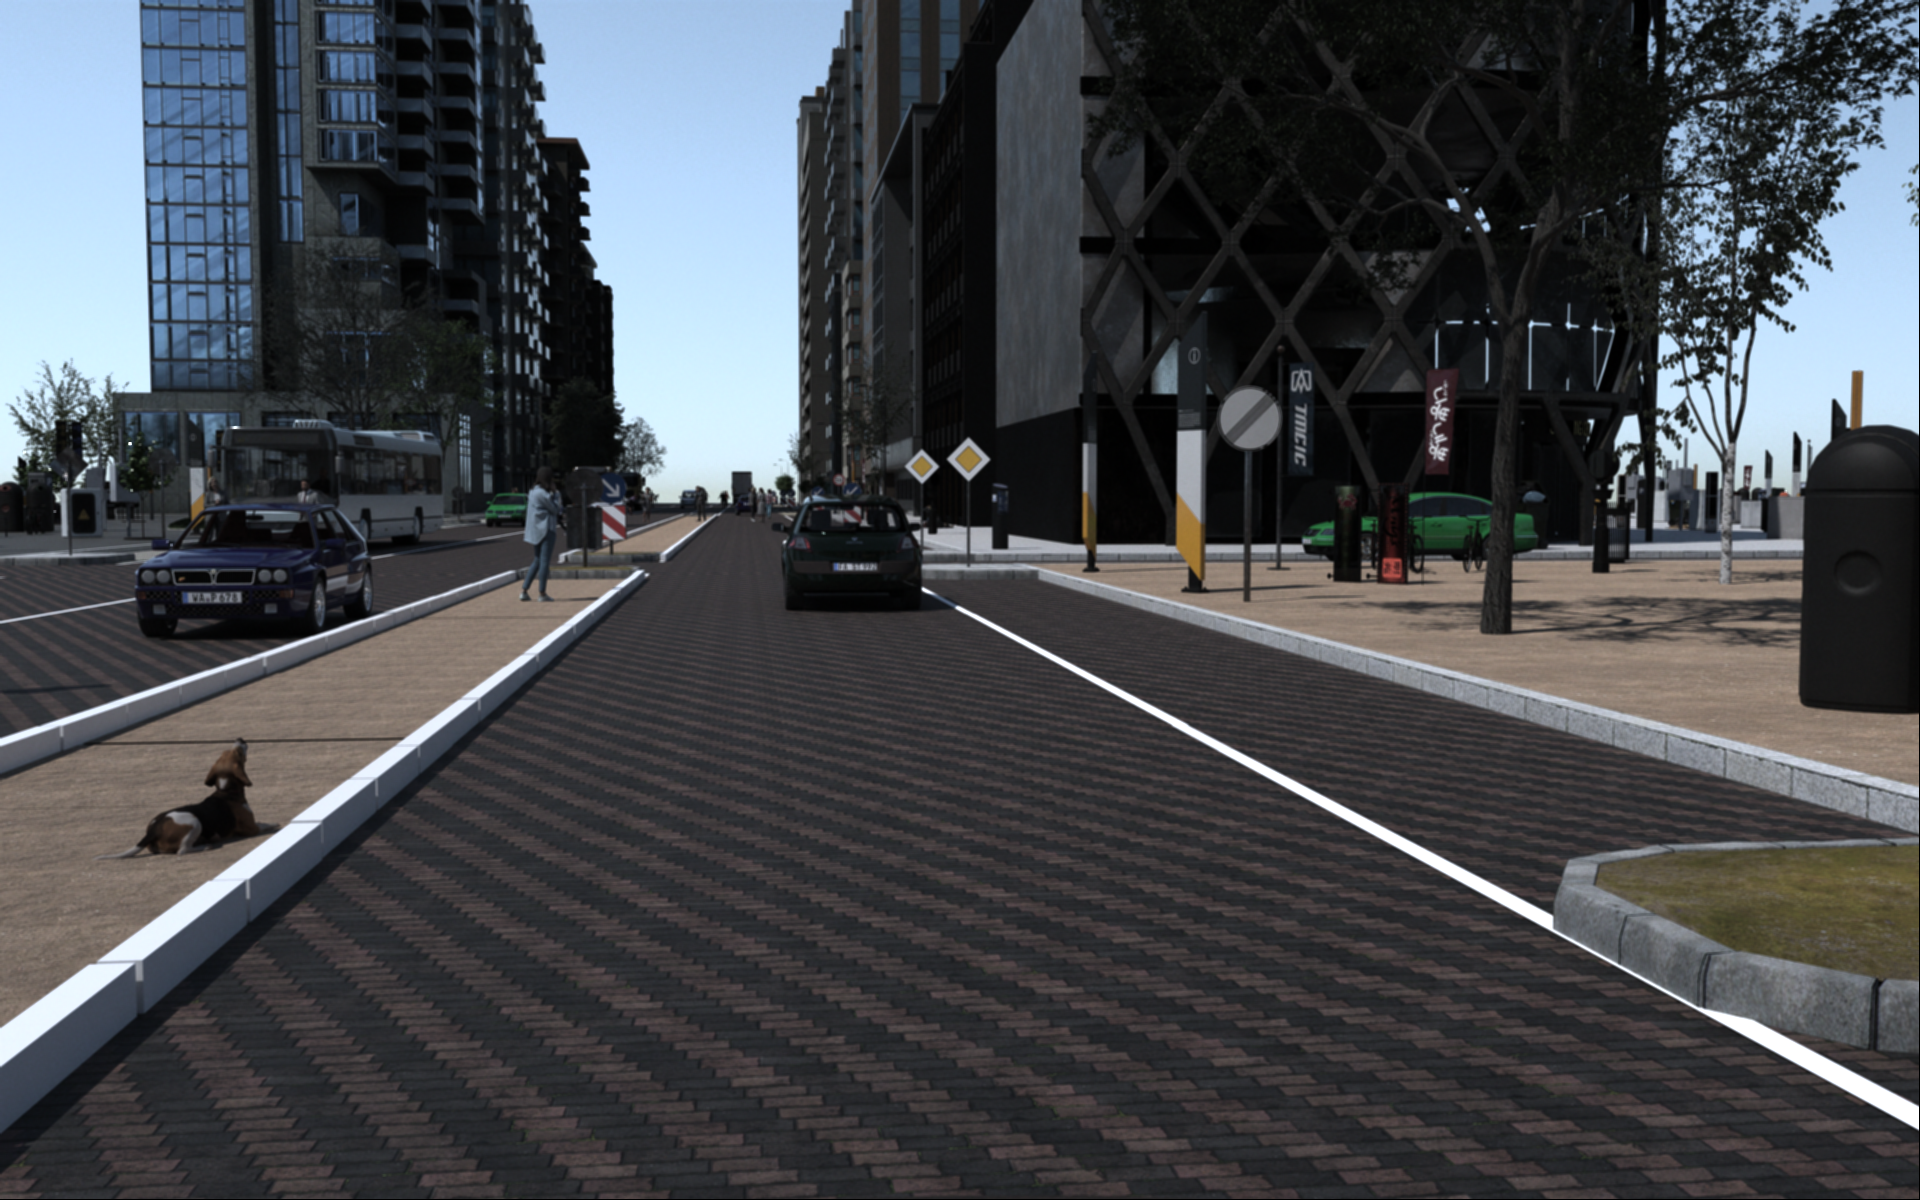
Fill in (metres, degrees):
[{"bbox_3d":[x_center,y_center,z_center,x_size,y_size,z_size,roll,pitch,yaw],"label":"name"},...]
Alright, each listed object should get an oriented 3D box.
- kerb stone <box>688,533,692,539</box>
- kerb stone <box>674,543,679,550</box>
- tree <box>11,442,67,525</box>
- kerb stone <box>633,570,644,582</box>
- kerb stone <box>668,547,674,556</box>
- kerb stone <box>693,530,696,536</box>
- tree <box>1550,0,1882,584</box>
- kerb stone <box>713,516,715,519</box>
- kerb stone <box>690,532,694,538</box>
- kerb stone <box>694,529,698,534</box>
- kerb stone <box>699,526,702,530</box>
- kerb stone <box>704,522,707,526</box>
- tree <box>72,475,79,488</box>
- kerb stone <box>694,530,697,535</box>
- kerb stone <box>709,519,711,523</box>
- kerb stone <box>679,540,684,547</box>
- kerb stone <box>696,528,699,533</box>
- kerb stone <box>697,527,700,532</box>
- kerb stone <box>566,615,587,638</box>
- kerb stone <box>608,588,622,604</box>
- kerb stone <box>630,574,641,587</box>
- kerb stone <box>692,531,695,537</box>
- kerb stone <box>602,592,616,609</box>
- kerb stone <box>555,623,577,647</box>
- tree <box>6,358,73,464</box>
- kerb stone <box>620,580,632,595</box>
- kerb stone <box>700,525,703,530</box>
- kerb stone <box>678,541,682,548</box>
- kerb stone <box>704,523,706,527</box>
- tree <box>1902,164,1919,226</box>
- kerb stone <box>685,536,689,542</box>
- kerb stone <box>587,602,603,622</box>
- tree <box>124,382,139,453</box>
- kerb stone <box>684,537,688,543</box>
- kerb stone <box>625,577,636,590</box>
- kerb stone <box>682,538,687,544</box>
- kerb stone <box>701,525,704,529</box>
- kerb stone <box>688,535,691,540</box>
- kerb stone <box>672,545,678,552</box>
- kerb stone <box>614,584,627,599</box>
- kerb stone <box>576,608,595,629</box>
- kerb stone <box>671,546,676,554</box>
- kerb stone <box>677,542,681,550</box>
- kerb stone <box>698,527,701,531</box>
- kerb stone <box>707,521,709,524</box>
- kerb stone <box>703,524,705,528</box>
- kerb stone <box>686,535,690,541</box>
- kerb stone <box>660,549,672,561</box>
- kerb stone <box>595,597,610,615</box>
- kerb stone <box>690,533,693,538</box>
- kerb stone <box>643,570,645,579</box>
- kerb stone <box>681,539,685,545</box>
[{"bbox_3d":[-8.293,-1.859,52.584,0.120,0.150,1.000,0,4,-7],"label":"kerb stone"},{"bbox_3d":[-7.029,-1.233,42.427,0.120,0.150,1.000,0,4,-7],"label":"kerb stone"},{"bbox_3d":[-34.578,-4.289,64.722,1.663,3.219,1.824,0,3,0],"label":"tree"},{"bbox_3d":[-5.175,-0.335,27.669,0.120,0.150,1.000,0,4,-7],"label":"kerb stone"},{"bbox_3d":[-6.637,-1.048,39.367,0.120,0.150,1.000,0,4,-7],"label":"kerb stone"},{"bbox_3d":[-8.792,-2.108,56.655,0.120,0.150,1.000,0,4,-7],"label":"kerb stone"},{"bbox_3d":[10.855,-4.546,24.687,4.360,8.622,3.978,0,3,0],"label":"tree"},{"bbox_3d":[-13.250,-4.285,92.265,0.120,0.150,1.000,0,4,-7],"label":"kerb stone"},{"bbox_3d":[-8.547,-1.980,54.625,0.120,0.150,1.000,0,4,-7],"label":"kerb stone"},{"bbox_3d":[-9.049,-2.229,58.695,0.120,0.150,1.000,0,4,-7],"label":"kerb stone"},{"bbox_3d":[-9.683,-2.543,63.781,0.120,0.150,1.000,0,4,-7],"label":"kerb stone"},{"bbox_3d":[-10.700,-3.041,71.919,0.120,0.150,1.000,0,4,-7],"label":"kerb stone"},{"bbox_3d":[-37.817,-4.794,72.987,1.663,3.219,1.824,0,3,0],"label":"tree"},{"bbox_3d":[-8.919,-2.170,57.672,0.120,0.150,1.000,0,4,-7],"label":"kerb stone"},{"bbox_3d":[-11.849,-3.602,81.094,0.120,0.150,1.000,0,4,-7],"label":"kerb stone"},{"bbox_3d":[-7.394,-1.418,45.474,0.120,0.150,1.000,0,4,-7],"label":"kerb stone"},{"bbox_3d":[-9.173,-2.294,59.709,0.120,0.150,1.000,0,4,-7],"label":"kerb stone"},{"bbox_3d":[-9.440,-2.419,61.746,0.120,0.150,1.000,0,4,-7],"label":"kerb stone"},{"bbox_3d":[-3.901,0.287,17.497,0.120,0.150,1.000,0,4,-7],"label":"kerb stone"},{"bbox_3d":[-4.541,-0.024,22.582,0.120,0.150,1.000,0,4,-7],"label":"kerb stone"},{"bbox_3d":[-5.044,-0.268,26.655,0.120,0.150,1.000,0,4,-7],"label":"kerb stone"},{"bbox_3d":[-8.665,-2.046,55.641,0.120,0.150,1.000,0,4,-7],"label":"kerb stone"},{"bbox_3d":[-4.409,0.039,21.564,0.120,0.150,1.000,0,4,-7],"label":"kerb stone"},{"bbox_3d":[-3.780,0.354,16.471,0.120,0.150,1.000,0,4,-7],"label":"kerb stone"},{"bbox_3d":[-48.262,-8.702,92.644,4.737,8.622,4.395,0,3,0],"label":"tree"},{"bbox_3d":[-4.792,-0.148,24.619,0.120,0.150,1.000,0,4,-7],"label":"kerb stone"},{"bbox_3d":[-9.941,-2.666,65.813,0.120,0.150,1.000,0,4,-7],"label":"kerb stone"},{"bbox_3d":[-7.269,-1.361,44.459,0.120,0.150,1.000,0,4,-7],"label":"kerb stone"},{"bbox_3d":[-10.578,-2.979,70.899,0.120,0.150,1.000,0,4,-7],"label":"kerb stone"},{"bbox_3d":[15.548,-4.478,23.576,4.737,8.622,4.395,0,3,0],"label":"tree"},{"bbox_3d":[-7.908,-1.672,49.538,0.120,0.150,1.000,0,4,-7],"label":"kerb stone"},{"bbox_3d":[-4.156,0.163,19.536,0.120,0.150,1.000,0,4,-7],"label":"kerb stone"},{"bbox_3d":[-51.914,-9.441,104.730,4.737,8.622,4.395,0,3,0],"label":"tree"},{"bbox_3d":[-7.781,-1.607,48.515,0.120,0.150,1.000,0,4,-7],"label":"kerb stone"},{"bbox_3d":[-4.919,-0.210,25.634,0.120,0.150,1.000,0,4,-7],"label":"kerb stone"},{"bbox_3d":[-7.646,-1.548,47.502,0.120,0.150,1.000,0,4,-7],"label":"kerb stone"},{"bbox_3d":[-10.065,-2.730,66.827,0.120,0.150,1.000,0,4,-7],"label":"kerb stone"},{"bbox_3d":[-8.162,-1.788,51.571,0.120,0.150,1.000,0,4,-7],"label":"kerb stone"},{"bbox_3d":[-6.894,-1.172,41.408,0.120,0.150,1.000,0,4,-7],"label":"kerb stone"},{"bbox_3d":[-4.662,-0.086,23.598,0.120,0.150,1.000,0,4,-7],"label":"kerb stone"},{"bbox_3d":[-4.035,0.226,18.521,0.120,0.150,1.000,0,4,-7],"label":"kerb stone"},{"bbox_3d":[-6.761,-1.110,40.388,0.120,0.150,1.000,0,4,-7],"label":"kerb stone"},{"bbox_3d":[-7.145,-1.300,43.445,0.120,0.150,1.000,0,4,-7],"label":"kerb stone"},{"bbox_3d":[-9.559,-2.481,62.765,0.120,0.150,1.000,0,4,-7],"label":"kerb stone"},{"bbox_3d":[-11.208,-3.288,75.986,0.120,0.150,1.000,0,4,-7],"label":"kerb stone"},{"bbox_3d":[-10.326,-2.852,68.866,0.120,0.150,1.000,0,4,-7],"label":"kerb stone"},{"bbox_3d":[-8.038,-1.735,50.556,0.120,0.150,1.000,0,4,-7],"label":"kerb stone"},{"bbox_3d":[-6.505,-0.988,38.350,0.120,0.150,1.000,0,4,-7],"label":"kerb stone"},{"bbox_3d":[-4.284,0.102,20.550,0.120,0.150,1.000,0,4,-7],"label":"kerb stone"},{"bbox_3d":[-8.414,-1.921,53.611,0.120,0.150,1.000,0,4,-7],"label":"kerb stone"},{"bbox_3d":[-5.309,-0.397,28.682,0.120,0.150,1.000,0,4,-7],"label":"kerb stone"},{"bbox_3d":[-7.526,-1.484,46.487,0.120,0.150,1.000,0,4,-7],"label":"kerb stone"}]
